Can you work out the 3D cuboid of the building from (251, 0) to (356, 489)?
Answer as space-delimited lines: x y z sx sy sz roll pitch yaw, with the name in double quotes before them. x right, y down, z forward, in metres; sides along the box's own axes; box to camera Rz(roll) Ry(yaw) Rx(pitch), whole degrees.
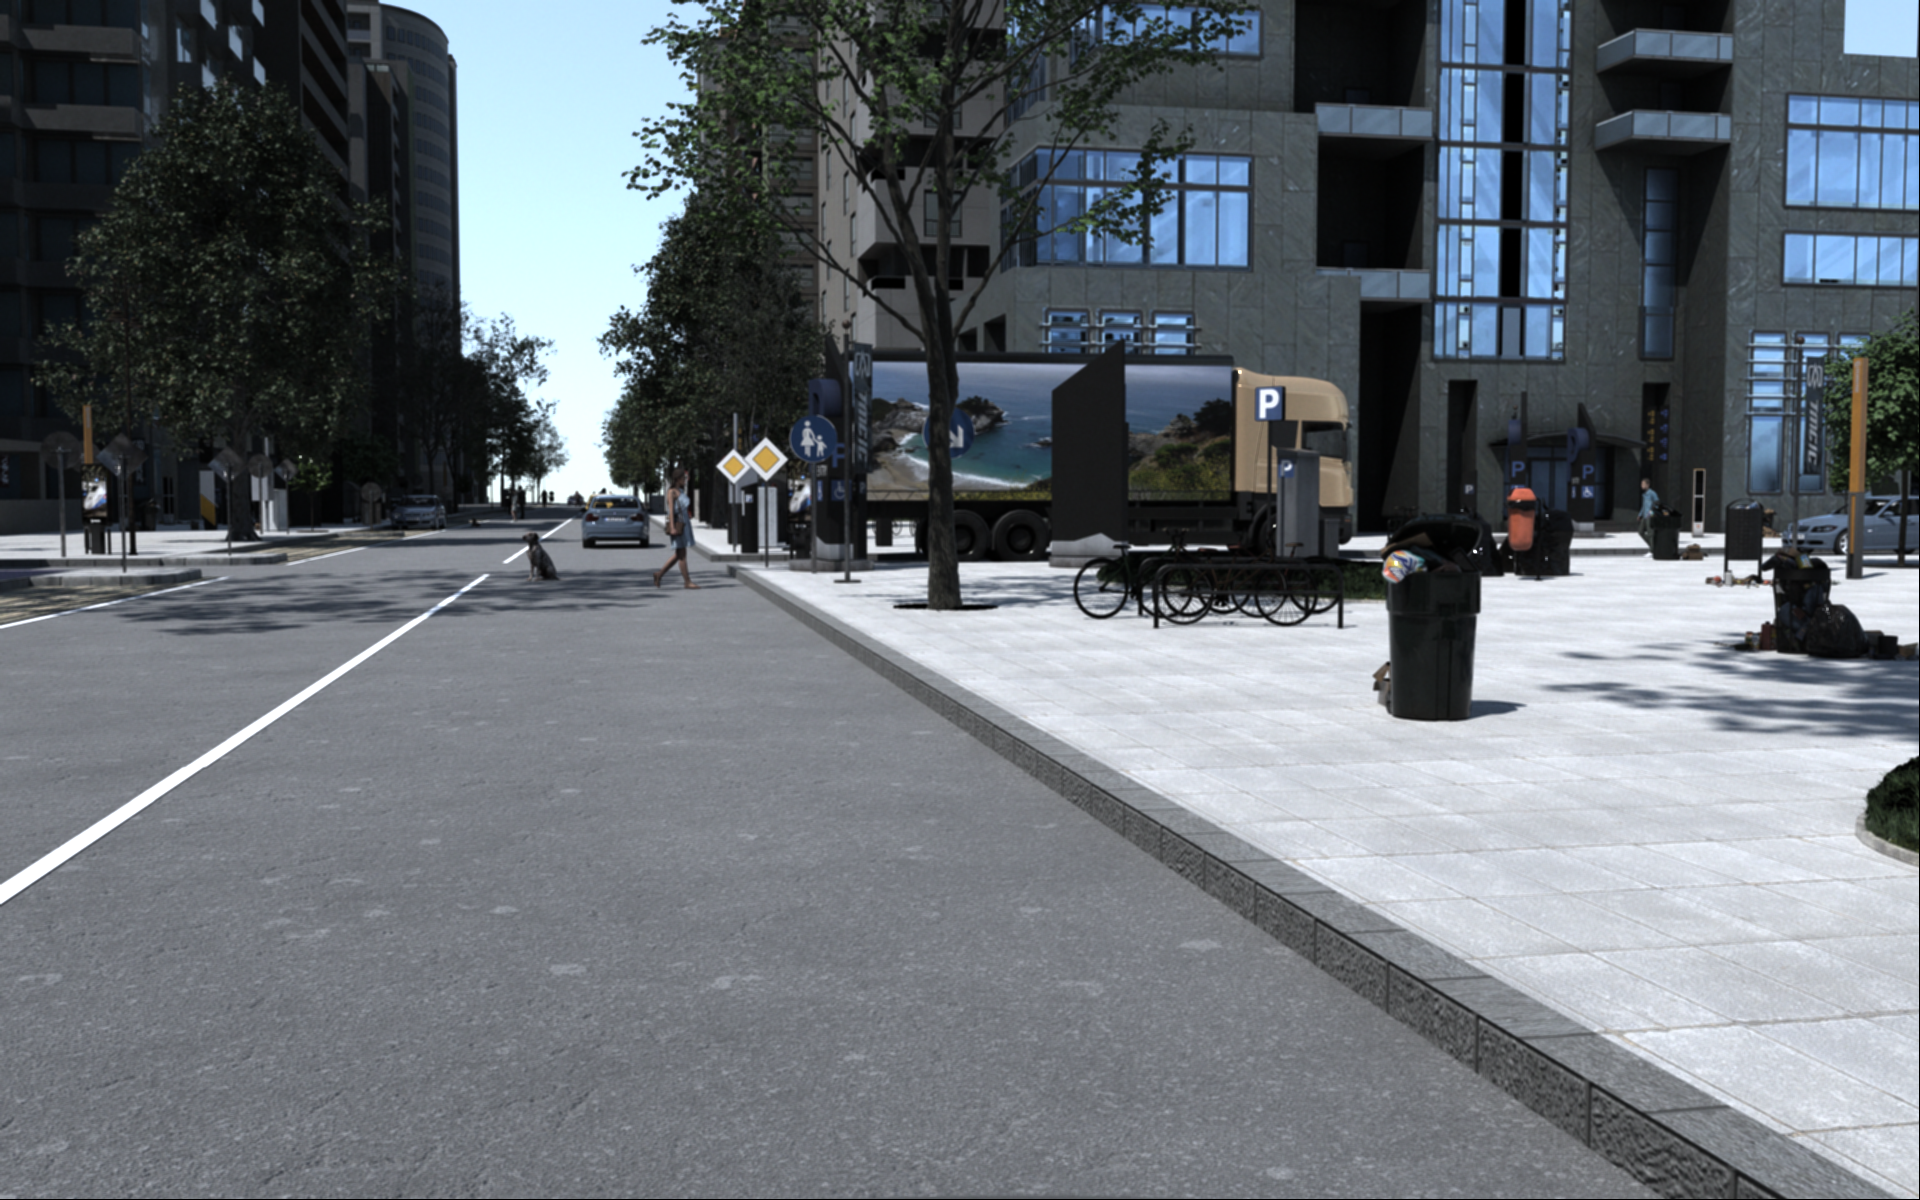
"building" -53.280 -30.067 115.302 21.300 48.544 21.600 -1 4 -11

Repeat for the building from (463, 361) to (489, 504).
"building" -80.031 -24.000 237.439 27.650 21.520 28.899 -1 4 -11

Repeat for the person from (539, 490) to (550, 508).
"person" -44.106 -10.747 183.844 1.348 1.869 0.705 1 4 20

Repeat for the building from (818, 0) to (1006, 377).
"building" 6.767 -31.179 99.010 28.713 52.752 27.495 -1 4 -11

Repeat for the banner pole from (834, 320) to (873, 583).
"banner pole" -1.506 -2.153 25.217 0.401 3.779 0.863 2 4 33

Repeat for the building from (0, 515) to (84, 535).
"building" -46.470 -22.135 53.784 32.217 40.220 23.993 -1 4 -11

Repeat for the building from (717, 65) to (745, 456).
"building" -16.819 -32.008 173.438 14.600 45.320 14.200 -1 4 -11

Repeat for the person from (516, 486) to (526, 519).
"person" -24.960 -5.534 98.337 0.474 1.900 0.648 0 4 0

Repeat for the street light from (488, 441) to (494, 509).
"street light" -40.022 -10.714 147.956 0.468 5.910 1.993 -1 4 -11

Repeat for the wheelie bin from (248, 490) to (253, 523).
"wheelie bin" -30.479 -4.019 73.611 0.980 1.594 0.693 3 4 37

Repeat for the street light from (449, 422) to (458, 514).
"street light" -32.556 -8.481 111.451 0.468 5.910 1.993 -1 4 -11

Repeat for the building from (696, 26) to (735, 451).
"building" -23.714 -41.915 227.310 21.231 58.520 28.212 -1 4 -11

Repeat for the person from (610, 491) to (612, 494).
"person" -32.666 -9.300 161.354 0.742 1.727 0.445 -3 5 -42

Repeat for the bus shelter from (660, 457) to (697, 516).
"bus shelter" -15.882 -6.359 97.889 2.014 3.302 5.546 -1 4 -11

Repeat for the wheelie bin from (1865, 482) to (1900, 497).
"wheelie bin" 24.076 -2.282 45.220 0.980 1.594 0.693 1 4 16

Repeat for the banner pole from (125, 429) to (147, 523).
"banner pole" -31.924 -4.710 67.023 0.863 3.779 0.401 -2 4 -27

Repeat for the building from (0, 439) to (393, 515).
"building" -62.652 -27.217 136.879 32.217 40.220 23.993 -1 4 -11

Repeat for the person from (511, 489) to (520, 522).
"person" -22.678 -4.812 88.185 0.522 1.701 0.512 -2 4 -27

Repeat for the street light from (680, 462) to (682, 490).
"street light" -12.072 -6.237 74.767 0.468 5.910 1.993 -1 4 -11

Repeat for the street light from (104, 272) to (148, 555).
"street light" -17.368 -3.879 36.205 0.468 5.910 1.993 -1 4 -11

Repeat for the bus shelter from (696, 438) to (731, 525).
"bus shelter" -10.754 -5.159 75.625 1.731 3.624 6.357 -1 4 -11

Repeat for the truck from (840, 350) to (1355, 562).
"truck" 3.085 -2.867 35.796 11.283 4.237 2.839 -1 4 -10

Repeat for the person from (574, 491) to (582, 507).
"person" -43.481 -11.506 197.182 0.990 1.755 0.434 -2 4 -26

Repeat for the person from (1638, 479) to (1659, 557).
"person" 15.745 -1.877 39.525 0.444 1.785 0.601 0 4 2

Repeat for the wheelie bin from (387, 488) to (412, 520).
"wheelie bin" -27.884 -4.765 85.810 0.980 1.594 0.693 0 4 -3

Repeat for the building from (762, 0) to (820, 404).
"building" -7.996 -27.360 130.925 14.154 41.232 14.086 -1 4 -11

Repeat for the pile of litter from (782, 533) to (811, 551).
"pile of litter" -3.417 -1.548 39.276 1.176 0.858 1.719 -1 4 -15

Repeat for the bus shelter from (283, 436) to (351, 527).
"bus shelter" -26.078 -4.842 70.451 1.731 3.624 6.357 -1 4 -12

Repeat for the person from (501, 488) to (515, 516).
"person" -29.556 -6.460 114.127 1.348 1.823 0.705 -2 4 -24

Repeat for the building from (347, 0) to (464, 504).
"building" -72.171 -40.750 208.269 21.231 58.520 28.212 -1 4 -11

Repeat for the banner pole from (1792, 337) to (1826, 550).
"banner pole" 13.566 -2.308 27.756 0.863 3.779 0.401 -2 4 -29

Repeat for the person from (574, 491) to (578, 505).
"person" -48.283 -12.811 217.941 1.348 1.826 0.705 1 4 19

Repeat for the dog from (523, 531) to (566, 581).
"dog" -6.834 -0.728 28.742 0.800 0.831 0.513 -1 4 -13

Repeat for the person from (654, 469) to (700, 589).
"person" -4.296 -1.073 26.130 0.778 1.811 0.616 1 4 15

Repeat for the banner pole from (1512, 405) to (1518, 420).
"banner pole" 15.541 -3.588 48.673 0.401 3.779 0.863 2 4 26

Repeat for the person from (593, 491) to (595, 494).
"person" -46.674 -12.995 221.047 0.705 1.814 1.350 2 4 32

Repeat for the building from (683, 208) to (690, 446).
"building" -34.665 -37.484 262.967 14.600 45.320 14.200 -1 4 -11

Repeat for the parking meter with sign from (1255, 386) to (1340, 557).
"parking meter with sign" 5.652 -1.990 28.798 1.738 3.016 0.543 -3 5 -43

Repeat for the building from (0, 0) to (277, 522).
"building" -49.072 -28.715 89.096 23.786 49.044 30.456 -1 4 -11

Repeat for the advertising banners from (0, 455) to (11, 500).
"advertising banners" -40.912 -4.692 72.906 0.090 3.025 2.074 2 4 31

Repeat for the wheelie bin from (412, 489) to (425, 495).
"wheelie bin" -33.763 -6.118 107.937 0.980 1.594 0.693 0 4 5

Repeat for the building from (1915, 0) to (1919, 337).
"building" 45.603 -23.172 62.449 14.086 41.232 14.154 -1 4 -11

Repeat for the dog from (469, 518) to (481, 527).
"dog" -21.210 -3.390 75.623 0.550 0.427 0.748 0 4 -5

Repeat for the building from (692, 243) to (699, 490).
"building" -31.785 -34.527 248.117 14.154 41.232 14.086 -1 4 -11

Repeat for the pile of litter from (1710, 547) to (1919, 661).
"pile of litter" 6.979 -0.008 14.092 1.176 0.858 1.719 -1 4 -10

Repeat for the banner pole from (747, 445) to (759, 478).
"banner pole" -9.383 -5.395 78.227 0.863 3.779 0.401 2 4 24

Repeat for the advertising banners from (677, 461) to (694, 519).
"advertising banners" -13.858 -5.654 88.632 0.090 3.025 2.074 2 4 26

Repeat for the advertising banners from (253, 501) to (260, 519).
"advertising banners" -35.048 -5.547 86.882 0.090 3.025 2.074 -3 5 -43

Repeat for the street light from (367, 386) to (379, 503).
"street light" -24.741 -6.128 72.983 0.468 5.910 1.993 -1 4 -11

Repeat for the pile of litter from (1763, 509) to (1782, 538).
"pile of litter" 23.777 -2.291 51.428 1.176 0.858 1.719 -1 4 -9

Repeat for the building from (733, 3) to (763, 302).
"building" -8.489 -30.494 153.207 22.147 44.769 28.867 -1 4 -11

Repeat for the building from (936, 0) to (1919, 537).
"building" 14.502 -45.755 60.774 31.000 86.520 22.319 -1 4 -11

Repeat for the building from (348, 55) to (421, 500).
"building" -57.341 -28.976 157.356 14.154 41.232 14.086 -1 4 -11

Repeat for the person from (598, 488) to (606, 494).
"person" -21.121 -5.712 102.150 0.793 1.790 0.793 2 4 27
